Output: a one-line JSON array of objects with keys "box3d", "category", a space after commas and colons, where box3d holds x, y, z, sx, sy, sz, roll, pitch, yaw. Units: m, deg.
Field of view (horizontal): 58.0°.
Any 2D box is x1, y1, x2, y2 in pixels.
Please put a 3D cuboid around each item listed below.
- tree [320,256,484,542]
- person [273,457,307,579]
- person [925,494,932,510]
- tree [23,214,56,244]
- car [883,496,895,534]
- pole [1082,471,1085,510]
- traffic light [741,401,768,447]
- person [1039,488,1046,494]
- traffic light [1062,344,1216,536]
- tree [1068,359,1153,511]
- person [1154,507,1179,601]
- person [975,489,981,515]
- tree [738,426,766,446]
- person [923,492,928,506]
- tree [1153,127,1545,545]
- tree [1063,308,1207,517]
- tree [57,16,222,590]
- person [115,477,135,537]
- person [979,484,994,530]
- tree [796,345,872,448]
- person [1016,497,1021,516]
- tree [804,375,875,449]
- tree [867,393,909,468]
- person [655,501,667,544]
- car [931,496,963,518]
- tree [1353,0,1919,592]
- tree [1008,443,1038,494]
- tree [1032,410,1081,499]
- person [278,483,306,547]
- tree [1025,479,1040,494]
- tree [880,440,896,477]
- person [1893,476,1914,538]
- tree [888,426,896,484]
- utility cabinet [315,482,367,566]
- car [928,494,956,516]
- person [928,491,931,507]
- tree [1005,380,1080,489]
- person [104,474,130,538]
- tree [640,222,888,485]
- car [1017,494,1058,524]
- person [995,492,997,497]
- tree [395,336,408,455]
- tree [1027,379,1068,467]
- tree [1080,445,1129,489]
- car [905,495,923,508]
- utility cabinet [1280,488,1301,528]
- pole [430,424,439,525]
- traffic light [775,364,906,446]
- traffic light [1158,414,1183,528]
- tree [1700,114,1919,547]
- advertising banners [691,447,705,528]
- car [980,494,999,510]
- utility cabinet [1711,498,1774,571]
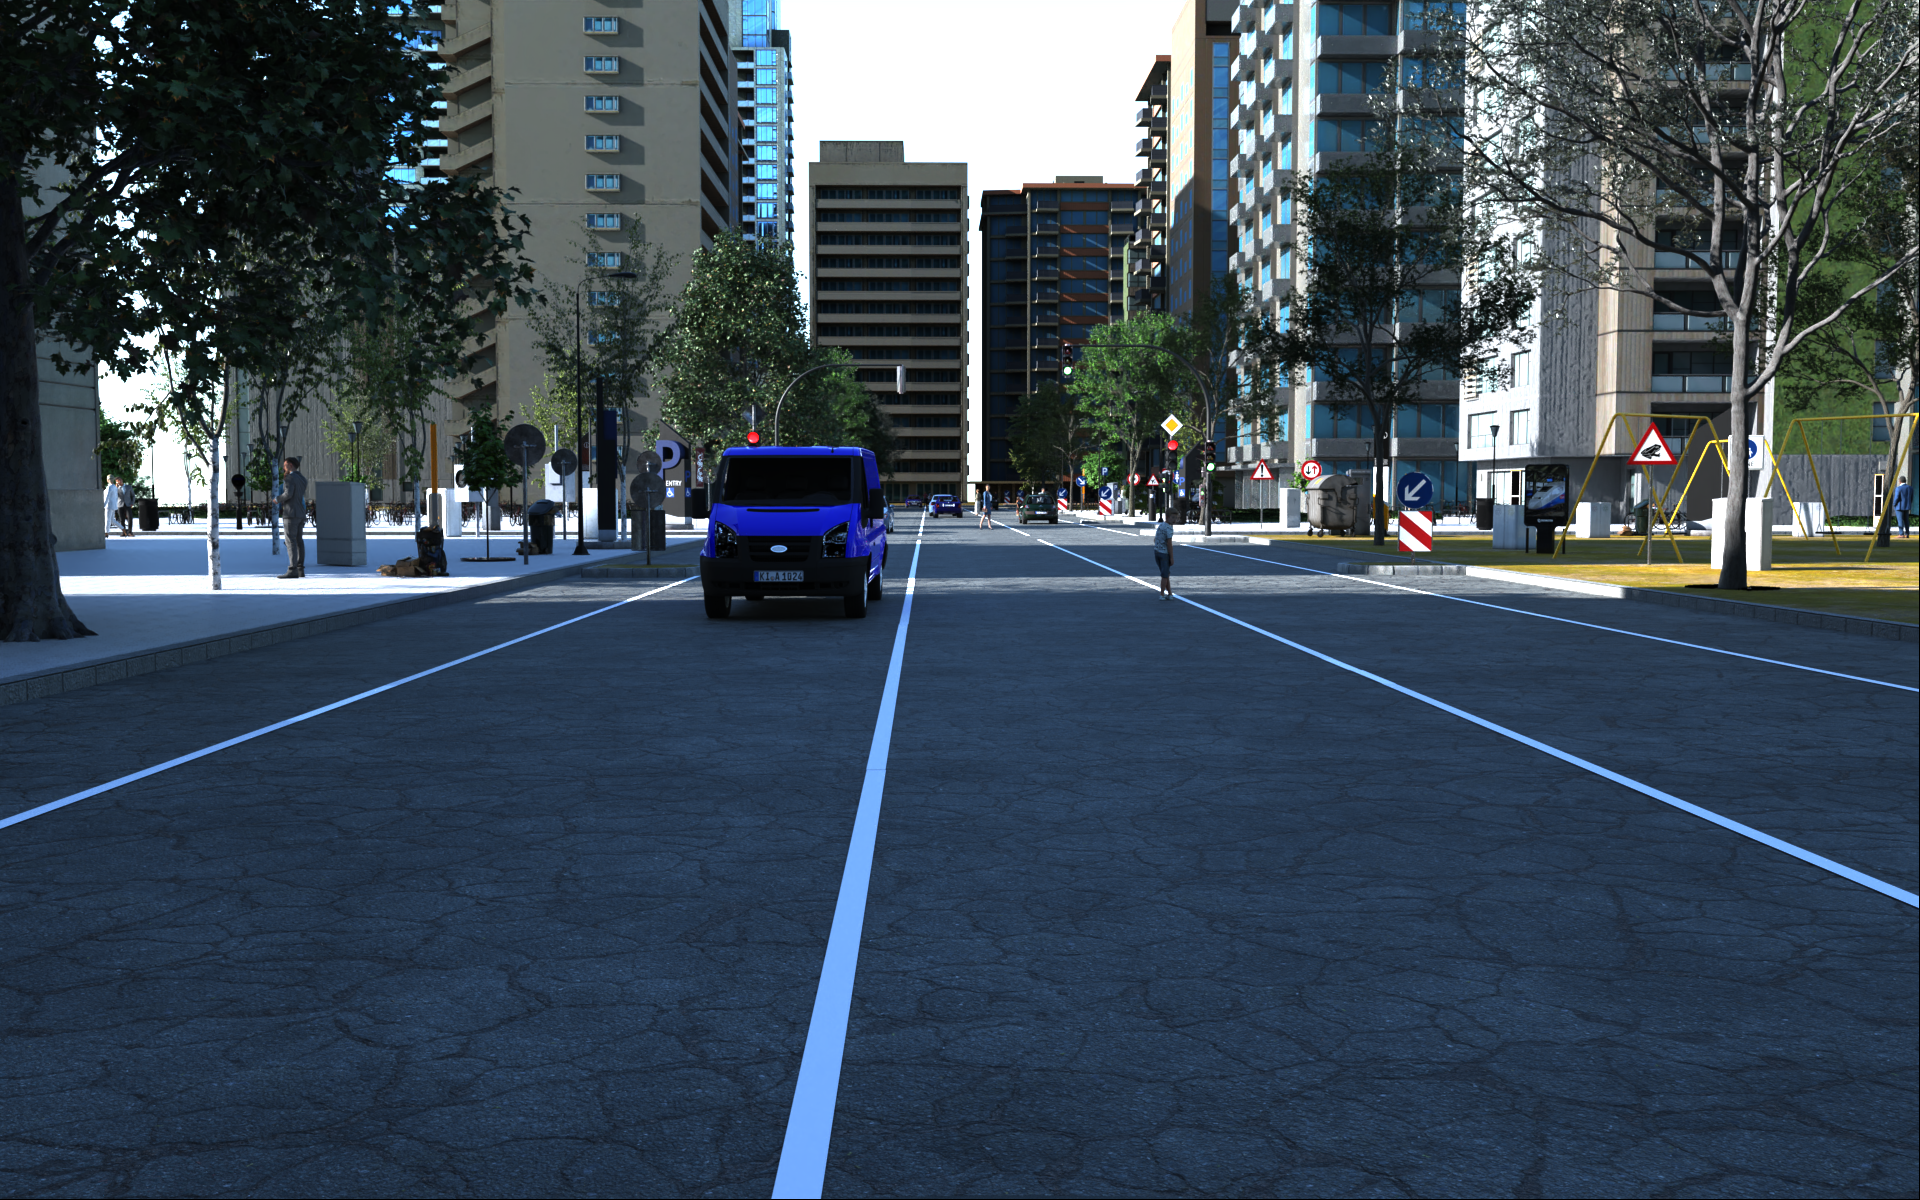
[{"box3d": [-14.761, -5.858, 46.143, 4.737, 8.622, 4.395, 0, 3, 0], "category": "tree"}, {"box3d": [-10.270, -1.263, 26.501, 0.447, 1.846, 0.655, 0, 3, 0], "category": "person"}, {"box3d": [-2.821, -8.984, 158.579, 0.799, 1.438, 0.628, 1, 4, 21], "category": "person"}, {"box3d": [-15.782, -4.644, 26.298, 4.737, 8.622, 4.395, 0, 3, 0], "category": "tree"}, {"box3d": [-3.385, -3.188, 64.126, 2.014, 1.417, 4.499, 0, 4, 0], "category": "car"}, {"box3d": [9.680, -8.664, 135.502, 0.158, 3.312, 0.155, 0, 3, 0], "category": "pole"}, {"box3d": [-6.212, -3.891, 52.537, 0.839, 4.253, 0.868, 0, 4, -1], "category": "traffic light"}, {"box3d": [5.189, -6.146, 109.085, 0.635, 1.810, 0.391, -2, 4, -31], "category": "person"}, {"box3d": [5.456, -4.768, 52.627, 4.771, 5.953, 1.251, 0, 4, -1], "category": "traffic light"}, {"box3d": [10.177, -8.320, 70.437, 7.601, 10.594, 8.767, 3, 5, 40], "category": "tree"}, {"box3d": [2.779, -0.624, 23.379, 0.352, 1.250, 0.332, 1, 4, 15], "category": "person"}, {"box3d": [1.179, -6.583, 116.686, 0.362, 1.759, 0.519, 2, 4, 33], "category": "person"}, {"box3d": [-10.256, -8.862, 95.252, 4.737, 8.622, 4.395, 0, 3, 0], "category": "tree"}, {"box3d": [-4.189, -12.099, 207.046, 1.217, 1.743, 0.721, 2, 4, 28], "category": "person"}, {"box3d": [10.749, -6.656, 43.240, 7.601, 10.594, 8.767, -3, 5, -45], "category": "tree"}, {"box3d": [9.722, -10.409, 95.941, 9.928, 11.665, 9.643, 0, 3, 0], "category": "tree"}, {"box3d": [-10.054, -4.456, 23.214, 4.360, 8.622, 3.978, 0, 3, 0], "category": "tree"}, {"box3d": [-25.133, -2.806, 52.105, 0.592, 1.802, 0.473, 0, 4, -6], "category": "person"}, {"box3d": [1.072, -3.733, 69.554, 0.581, 1.822, 0.654, -3, 5, -44], "category": "person"}, {"box3d": [-9.750, -11.909, 120.474, 9.928, 11.665, 9.643, 0, 3, 0], "category": "tree"}, {"box3d": [3.929, -6.259, 115.509, 0.373, 1.253, 0.362, 3, 4, 37], "category": "person"}, {"box3d": [-10.810, -14.027, 147.460, 7.486, 12.596, 7.792, 0, 3, 0], "category": "tree"}, {"box3d": [-11.137, -18.322, 209.936, 12.009, 13.543, 11.850, 0, 3, 0], "category": "tree"}, {"box3d": [-7.682, -2.054, 44.308, 0.352, 1.250, 0.332, 3, 5, 41], "category": "person"}, {"box3d": [-0.751, -5.661, 105.132, 1.945, 1.354, 3.894, 0, 4, -2], "category": "car"}, {"box3d": [10.587, -6.889, 23.001, 12.009, 13.543, 11.850, 0, 3, 0], "category": "tree"}, {"box3d": [7.488, -14.157, 181.834, 4.737, 8.622, 4.395, 0, 3, 0], "category": "tree"}, {"box3d": [8.098, -11.921, 145.275, 4.360, 8.622, 3.978, 0, 3, 0], "category": "tree"}, {"box3d": [-15.759, -2.127, 40.680, 0.638, 1.841, 0.748, 1, 4, 14], "category": "person"}, {"box3d": [7.803, -11.952, 190.009, 1.663, 3.219, 1.824, 0, 3, 0], "category": "tree"}, {"box3d": [-11.552, -16.095, 197.566, 8.767, 10.594, 7.601, 0, 4, -1], "category": "tree"}, {"box3d": [27.390, -2.694, 50.274, 0.721, 1.800, 0.419, -1, 4, -19], "category": "person"}, {"box3d": [-10.756, -15.583, 171.793, 9.611, 12.733, 9.660, 0, 3, 0], "category": "tree"}, {"box3d": [-11.078, -1.366, 31.018, 1.173, 1.500, 0.318, 3, 5, 40], "category": "utility cabinet"}, {"box3d": [-1.100, -6.138, 112.363, 2.014, 1.417, 4.499, 0, 4, 1], "category": "car"}, {"box3d": [-3.466, -11.562, 197.626, 0.705, 1.814, 1.350, 1, 4, 13], "category": "person"}, {"box3d": [8.227, -15.497, 171.502, 7.486, 12.596, 7.792, 0, 3, 0], "category": "tree"}, {"box3d": [-24.258, -2.673, 49.629, 0.818, 1.842, 0.514, -2, 4, -29], "category": "person"}, {"box3d": [-9.125, -9.562, 73.350, 9.611, 12.733, 9.660, 0, 3, 0], "category": "tree"}, {"box3d": [3.770, -4.514, 83.590, 2.009, 1.686, 4.222, 0, 4, -1], "category": "car"}, {"box3d": [3.988, -11.148, 191.694, 0.530, 1.710, 0.541, 1, 4, 14], "category": "person"}, {"box3d": [-14.392, -5.282, 36.719, 4.360, 8.622, 3.978, 0, 3, 0], "category": "tree"}, {"box3d": [8.506, -11.824, 127.740, 7.601, 10.594, 8.767, -2, 4, -25], "category": "tree"}, {"box3d": [9.642, -8.036, 115.097, 4.285, 4.588, 4.351, 0, 3, 0], "category": "tree"}, {"box3d": [-4.831, -10.312, 181.177, 1.945, 1.354, 3.894, 0, 4, -3], "category": "car"}, {"box3d": [12.424, -3.450, 65.094, 0.318, 1.500, 1.173, 3, 4, 36], "category": "utility cabinet"}, {"box3d": [-15.301, -3.462, 50.445, 0.158, 3.312, 0.155, 0, 3, 0], "category": "pole"}, {"box3d": [-4.270, -5.255, 60.594, 4.771, 5.953, 1.251, 0, 4, -1], "category": "traffic light"}, {"box3d": [7.398, -4.396, 60.790, 0.839, 4.253, 0.868, 0, 4, -1], "category": "traffic light"}, {"box3d": [22.266, -6.540, 41.336, 8.767, 10.594, 7.601, 1, 4, 15], "category": "tree"}, {"box3d": [-10.209, -4.184, 64.603, 0.090, 3.025, 2.074, 2, 4, 35], "category": "advertising banners"}, {"box3d": [2.554, -8.869, 154.787, 2.009, 1.686, 4.222, 0, 4, 0], "category": "car"}, {"box3d": [13.290, -1.119, 29.458, 0.306, 1.237, 1.020, -2, 4, -25], "category": "utility cabinet"}]
